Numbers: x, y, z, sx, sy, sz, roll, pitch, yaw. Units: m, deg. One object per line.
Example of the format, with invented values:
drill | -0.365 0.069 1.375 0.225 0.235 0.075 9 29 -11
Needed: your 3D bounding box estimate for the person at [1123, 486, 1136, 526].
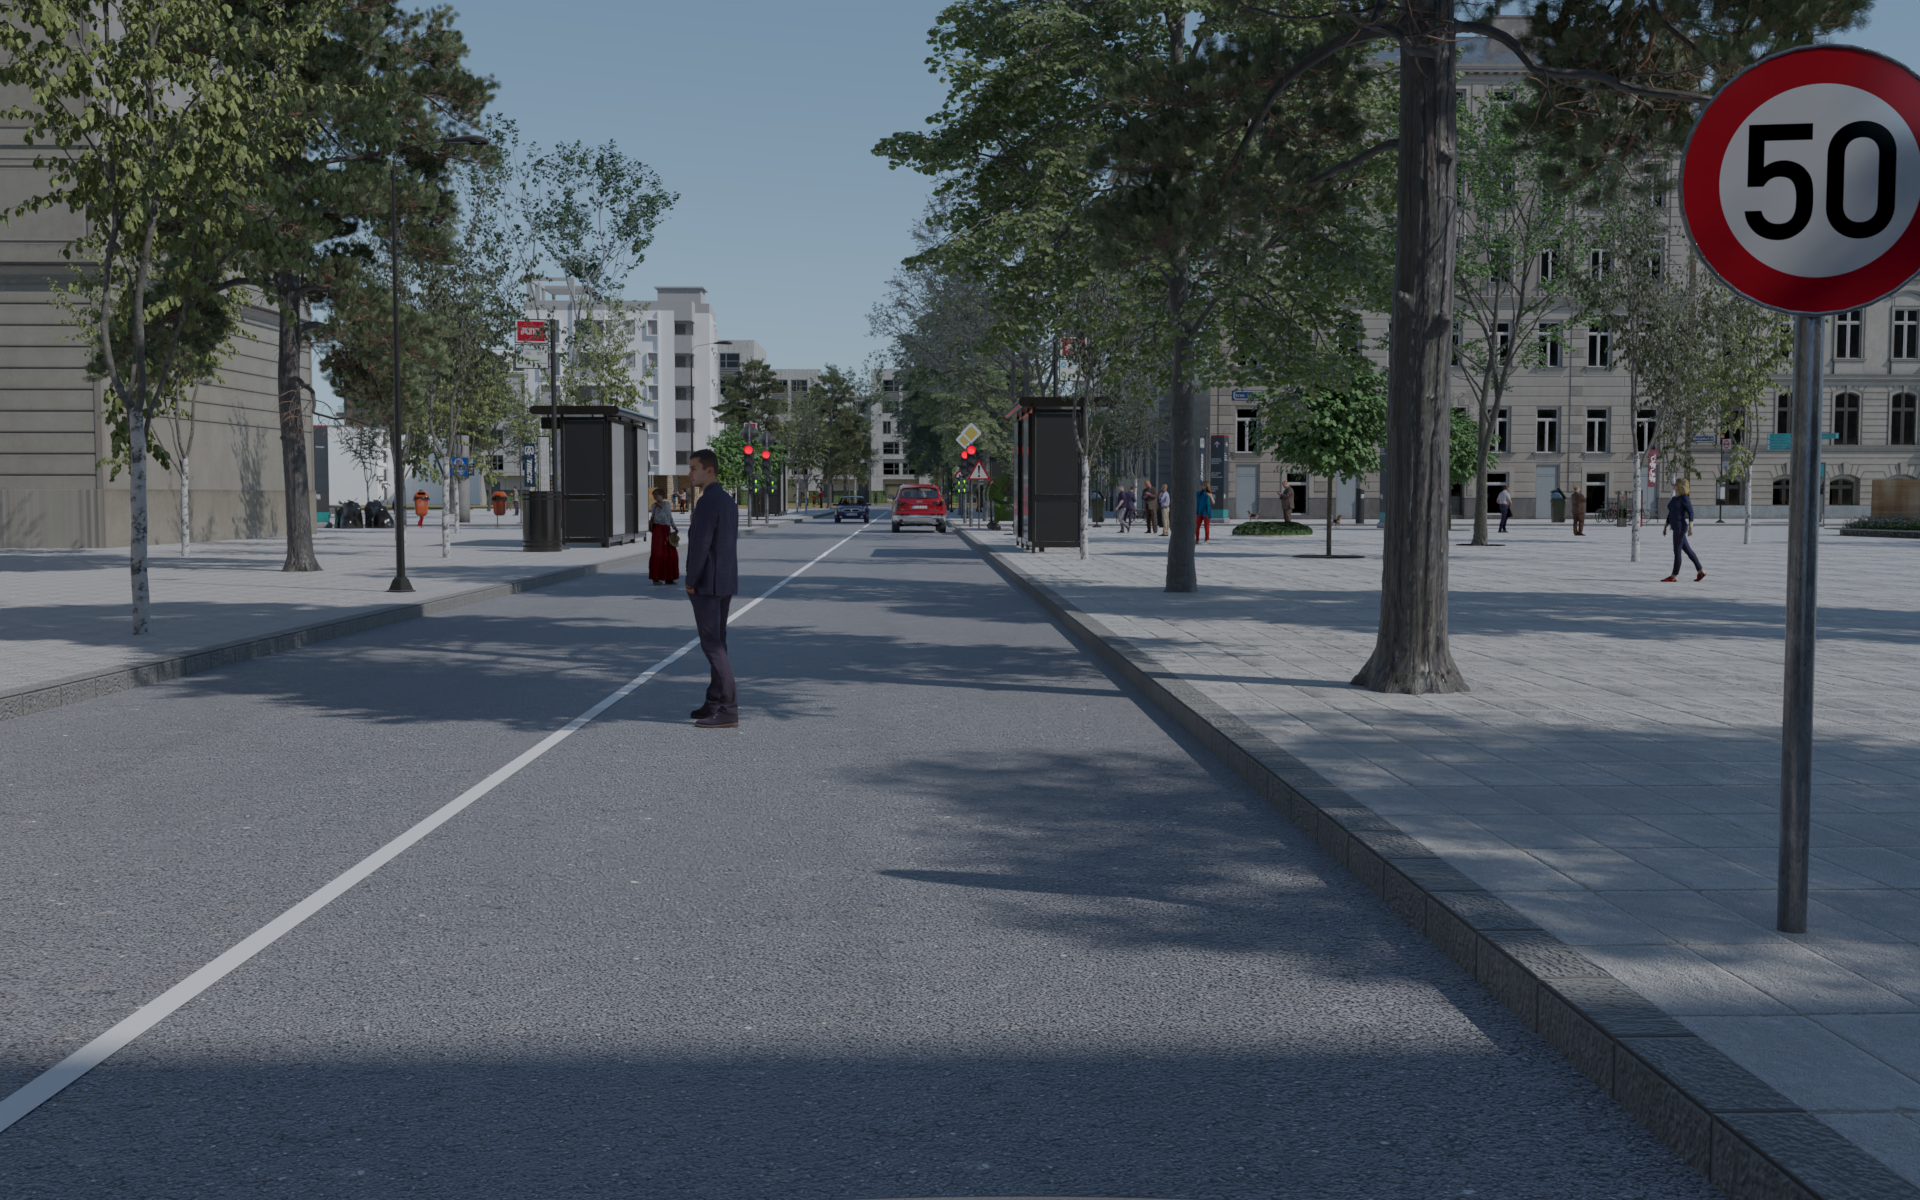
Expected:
person | 7.102 -3.877 72.343 0.683 1.767 0.568 2 4 33

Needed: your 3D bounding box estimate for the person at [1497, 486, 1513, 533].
person | 18.063 -3.013 57.515 0.590 1.554 0.614 -1 4 -20

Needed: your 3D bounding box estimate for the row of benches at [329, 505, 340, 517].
row of benches | -34.613 -4.936 96.166 1.422 0.672 4.104 -3 5 -39

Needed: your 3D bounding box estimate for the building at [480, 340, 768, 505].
building | -39.541 -20.822 206.899 31.486 18.905 16.747 0 4 -2

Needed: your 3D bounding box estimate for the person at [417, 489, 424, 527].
person | -21.469 -3.603 69.112 0.444 1.614 0.593 2 4 35

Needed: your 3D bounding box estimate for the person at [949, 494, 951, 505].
person | -1.385 -11.828 200.135 0.721 1.736 1.217 3 4 38

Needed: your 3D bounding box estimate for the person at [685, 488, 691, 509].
person | -21.287 -7.884 135.625 0.565 1.739 0.600 1 4 17

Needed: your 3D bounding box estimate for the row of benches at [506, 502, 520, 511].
row of benches | -33.837 -7.387 136.246 4.104 0.672 1.422 -3 5 -43

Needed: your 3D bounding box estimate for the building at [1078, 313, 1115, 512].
building | 16.244 -20.835 137.913 12.463 27.353 25.104 0 4 -2

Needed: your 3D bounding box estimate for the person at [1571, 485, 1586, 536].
person | 19.028 -2.753 53.331 0.388 1.546 0.482 -2 4 -27

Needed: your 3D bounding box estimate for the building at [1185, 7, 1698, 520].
building | 24.456 -18.041 92.228 25.104 27.353 12.463 0 4 -2

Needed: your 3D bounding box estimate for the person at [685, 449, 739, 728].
person | -1.551 -0.085 10.814 0.530 1.710 0.541 1 4 23

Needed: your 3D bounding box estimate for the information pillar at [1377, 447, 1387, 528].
information pillar | 16.103 -4.604 64.653 0.750 3.857 0.750 -1 4 -14

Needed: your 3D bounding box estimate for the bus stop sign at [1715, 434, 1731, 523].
bus stop sign | 33.827 -5.379 76.656 0.416 3.939 0.855 -1 4 -8

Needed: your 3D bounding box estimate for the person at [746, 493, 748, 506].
person | -21.987 -10.534 179.745 0.593 1.643 0.415 1 4 11

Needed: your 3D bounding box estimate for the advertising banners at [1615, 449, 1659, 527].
advertising banners | 26.385 -4.360 67.470 2.074 3.025 0.090 -1 4 -21

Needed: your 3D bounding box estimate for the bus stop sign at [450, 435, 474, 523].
bus stop sign | -22.373 -5.434 77.868 0.837 3.901 0.837 0 4 3

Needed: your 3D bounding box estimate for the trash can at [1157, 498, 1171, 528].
trash can | 7.841 -3.340 66.269 0.748 1.137 0.748 0 3 0

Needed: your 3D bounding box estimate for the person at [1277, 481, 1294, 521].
person | 11.156 -3.220 59.369 0.600 1.739 0.565 -2 4 -35

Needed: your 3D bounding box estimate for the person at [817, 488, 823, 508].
person | -12.601 -9.217 156.702 0.705 1.831 1.348 1 4 17

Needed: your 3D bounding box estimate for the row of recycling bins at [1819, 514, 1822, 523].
row of recycling bins | 38.119 -4.324 77.806 1.069 1.692 3.534 2 4 34

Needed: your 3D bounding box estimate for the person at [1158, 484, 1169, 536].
person | 6.198 -2.725 52.663 0.319 1.574 0.516 2 4 26

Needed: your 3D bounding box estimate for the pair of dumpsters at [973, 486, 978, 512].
pair of dumpsters | 1.808 -7.316 122.107 1.574 2.255 4.436 0 4 -1

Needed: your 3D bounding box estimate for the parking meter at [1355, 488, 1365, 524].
parking meter | 17.323 -4.073 75.006 0.372 1.533 0.369 0 3 0

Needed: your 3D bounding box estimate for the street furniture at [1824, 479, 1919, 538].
street furniture | 29.689 -2.673 50.554 9.812 1.723 11.010 0 4 -6

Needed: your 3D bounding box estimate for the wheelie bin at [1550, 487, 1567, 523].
wheelie bin | 26.746 -4.255 77.471 0.693 1.594 0.980 1 4 13

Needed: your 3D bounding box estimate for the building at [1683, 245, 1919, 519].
building | 54.332 -16.819 94.080 34.723 24.649 14.460 0 4 -2

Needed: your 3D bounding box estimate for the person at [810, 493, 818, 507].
person | -14.406 -9.882 170.880 1.065 1.426 0.557 3 4 39

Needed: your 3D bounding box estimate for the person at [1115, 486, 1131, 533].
person | 5.308 -2.949 56.466 0.471 1.553 0.569 3 4 37

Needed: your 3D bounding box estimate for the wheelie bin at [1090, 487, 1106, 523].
wheelie bin | 6.224 -4.301 78.231 0.693 1.594 0.980 0 4 8

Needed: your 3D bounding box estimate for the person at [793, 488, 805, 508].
person | -15.346 -9.701 164.281 0.705 1.869 1.348 -3 5 -44

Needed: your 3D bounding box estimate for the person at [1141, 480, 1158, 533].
person | 6.192 -3.047 56.555 0.565 1.739 0.600 1 4 9

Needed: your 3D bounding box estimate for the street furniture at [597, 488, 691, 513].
street furniture | -24.475 -7.070 122.447 9.812 1.723 11.010 3 5 39

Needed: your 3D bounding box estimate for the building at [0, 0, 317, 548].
building | -34.610 -13.078 47.102 30.059 22.955 16.112 0 4 -2

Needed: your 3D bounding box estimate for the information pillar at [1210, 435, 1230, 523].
information pillar | 11.417 -5.312 76.224 0.750 3.857 0.750 2 4 28

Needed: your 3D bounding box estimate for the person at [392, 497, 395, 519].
person | -20.152 -3.239 62.240 0.421 1.427 0.697 -2 4 -32

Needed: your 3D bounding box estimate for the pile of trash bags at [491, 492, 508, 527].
pile of trash bags | -16.396 -3.488 66.778 3.447 1.369 1.912 0 4 5

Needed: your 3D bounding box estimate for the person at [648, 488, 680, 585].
person | -4.684 -1.000 27.315 0.523 1.526 0.387 -3 5 -44

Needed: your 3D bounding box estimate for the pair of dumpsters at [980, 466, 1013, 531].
pair of dumpsters | 1.684 -3.647 62.118 1.574 2.255 4.436 0 4 -1

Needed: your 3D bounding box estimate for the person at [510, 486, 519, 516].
person | -26.570 -5.897 102.983 0.750 1.759 0.617 1 4 16

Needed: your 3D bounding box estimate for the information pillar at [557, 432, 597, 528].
information pillar | -14.409 -4.506 64.996 1.656 3.620 0.184 1 4 18

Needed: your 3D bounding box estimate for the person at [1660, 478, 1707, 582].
person | 10.572 -1.021 25.278 0.613 1.512 0.480 -1 4 -17

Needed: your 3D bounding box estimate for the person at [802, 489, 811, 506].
person | -15.965 -10.647 180.207 0.705 1.812 1.348 3 4 38

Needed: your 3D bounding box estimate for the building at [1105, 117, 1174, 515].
building | 17.554 -19.913 112.969 14.401 28.519 23.554 0 4 -2

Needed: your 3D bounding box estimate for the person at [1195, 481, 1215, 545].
person | 6.149 -2.212 43.908 0.444 1.614 0.593 -2 4 -24

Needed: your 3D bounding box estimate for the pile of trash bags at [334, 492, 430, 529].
pile of trash bags | -21.708 -3.384 65.076 3.447 1.369 1.912 -1 4 -20

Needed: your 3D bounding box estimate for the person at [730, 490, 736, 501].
person | -20.675 -9.213 157.485 0.742 1.727 0.445 1 4 17

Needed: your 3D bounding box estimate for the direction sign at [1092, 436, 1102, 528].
direction sign | 5.248 -4.544 66.288 0.379 3.537 0.876 -1 4 -14

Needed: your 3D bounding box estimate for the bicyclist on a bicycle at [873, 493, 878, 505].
bicyclist on a bicycle | -10.343 -12.399 212.742 1.499 1.676 1.625 0 4 -2

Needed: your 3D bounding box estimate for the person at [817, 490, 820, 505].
person | -16.470 -11.907 201.268 0.434 1.755 0.990 -1 4 -20

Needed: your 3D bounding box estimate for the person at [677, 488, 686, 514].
person | -17.803 -6.312 110.700 0.566 1.644 0.517 2 4 27

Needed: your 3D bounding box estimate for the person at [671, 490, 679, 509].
person | -23.964 -8.422 145.608 0.647 1.594 0.662 -2 4 -28

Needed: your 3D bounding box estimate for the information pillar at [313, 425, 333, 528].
information pillar | -24.237 -4.640 65.243 0.750 3.857 0.750 2 4 33

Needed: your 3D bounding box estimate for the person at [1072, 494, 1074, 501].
person | 8.597 -7.660 132.221 0.436 1.711 0.756 0 4 -3

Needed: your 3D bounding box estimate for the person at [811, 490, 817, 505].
person | -17.715 -12.535 211.717 1.217 1.735 0.721 -3 5 -39

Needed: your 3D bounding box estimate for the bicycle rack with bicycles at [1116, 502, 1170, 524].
bicycle rack with bicycles | 8.240 -3.865 76.573 2.925 0.926 2.852 -1 4 -12

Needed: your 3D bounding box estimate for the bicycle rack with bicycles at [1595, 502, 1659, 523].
bicycle rack with bicycles | 29.741 -3.932 77.672 2.925 0.926 2.852 -1 4 -18

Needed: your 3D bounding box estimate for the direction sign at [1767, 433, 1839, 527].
direction sign | 32.737 -4.799 67.226 2.525 3.948 1.411 1 4 20
